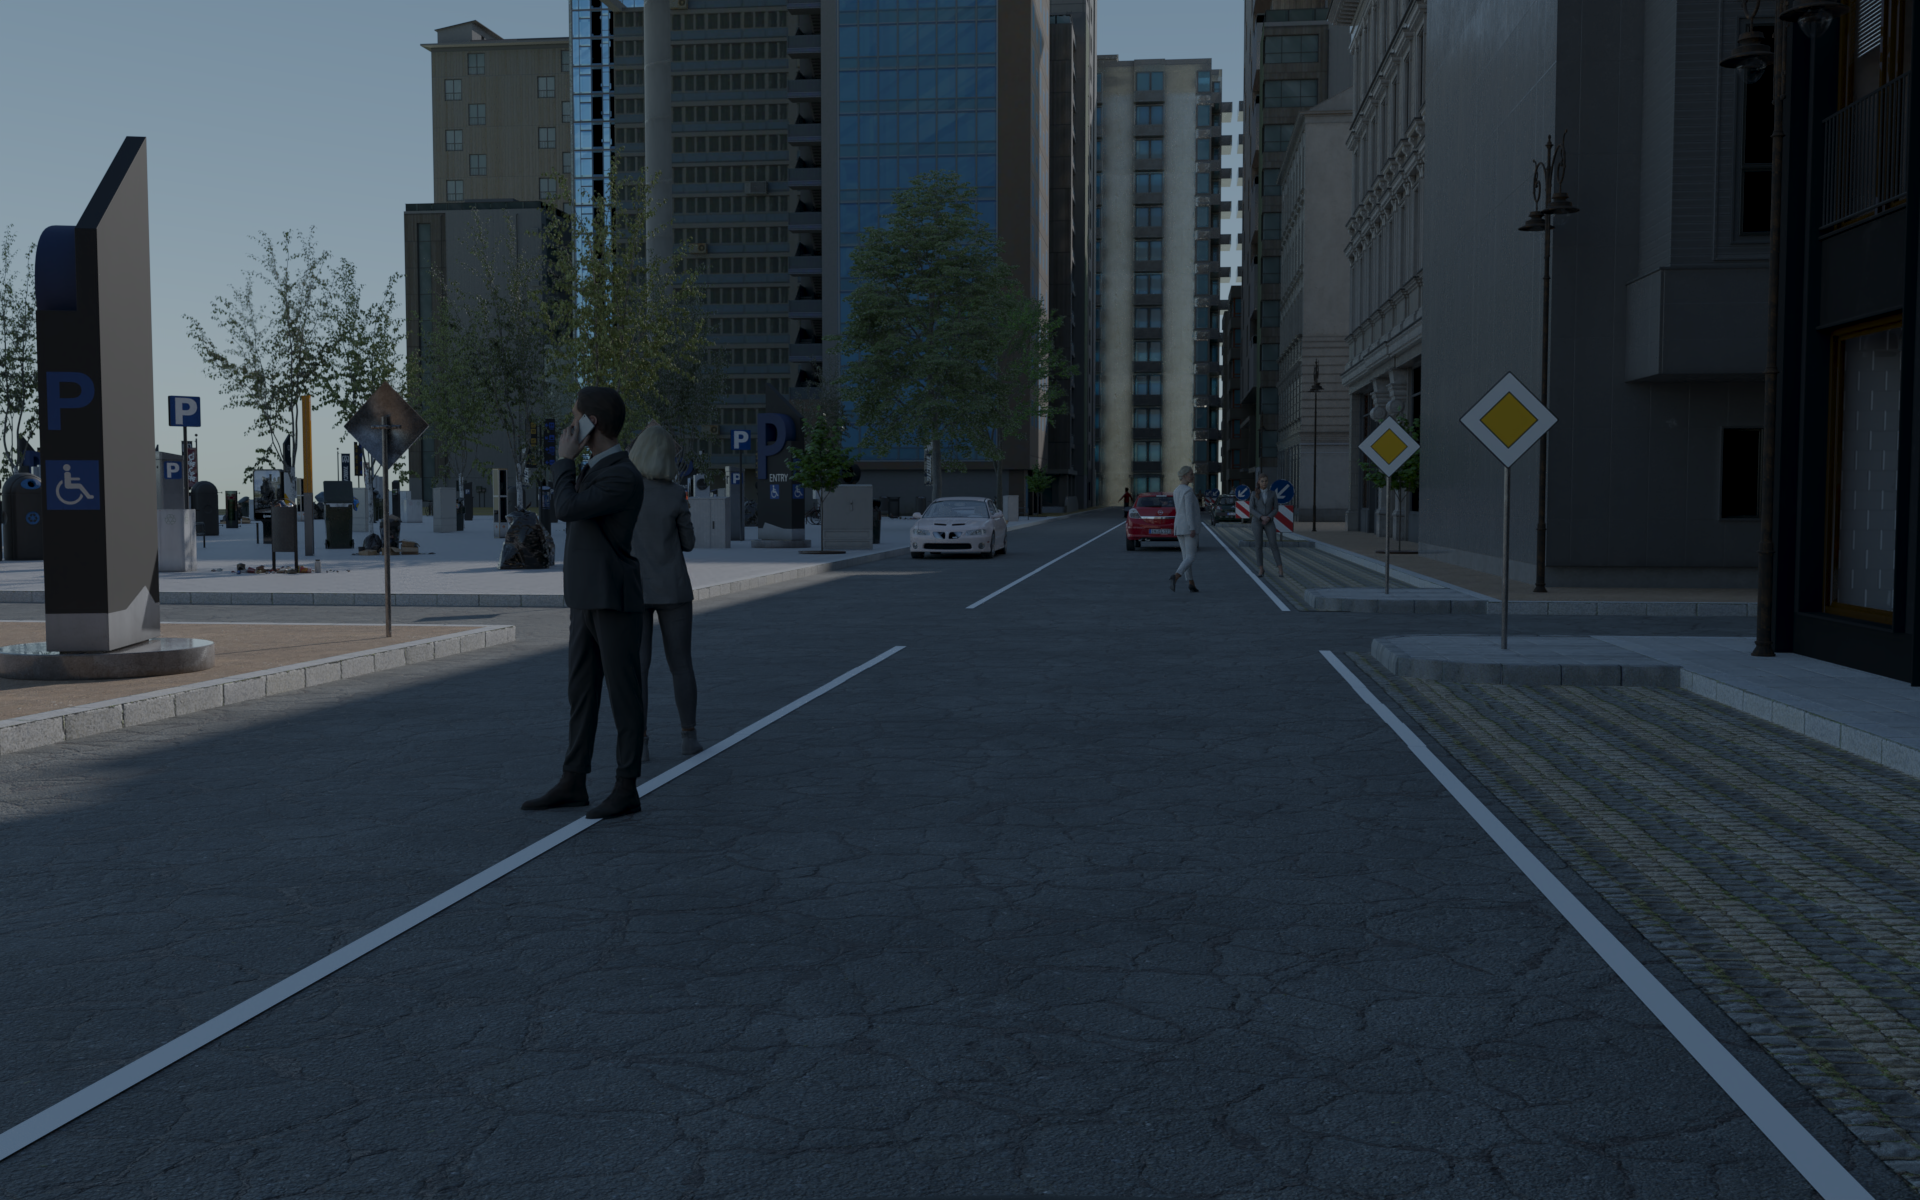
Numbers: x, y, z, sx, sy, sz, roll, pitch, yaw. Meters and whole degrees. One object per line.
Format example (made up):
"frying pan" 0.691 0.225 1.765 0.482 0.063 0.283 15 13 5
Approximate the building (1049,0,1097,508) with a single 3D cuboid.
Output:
"building" 2.226 -44.380 163.868 20.611 71.187 20.563 0 4 7

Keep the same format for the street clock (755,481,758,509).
"street clock" -11.051 -5.556 95.410 0.358 2.002 0.471 2 4 33

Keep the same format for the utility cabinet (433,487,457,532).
"utility cabinet" -17.186 -3.000 57.731 0.318 1.500 1.173 0 4 7

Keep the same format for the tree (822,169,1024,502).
"tree" -1.178 -8.753 61.246 7.486 12.596 7.792 0 3 0

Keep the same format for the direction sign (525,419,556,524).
"direction sign" -12.588 -3.673 52.048 0.876 3.537 0.379 0 4 -7

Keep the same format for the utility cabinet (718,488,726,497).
"utility cabinet" -8.651 -3.407 64.388 0.318 1.500 1.173 1 4 15

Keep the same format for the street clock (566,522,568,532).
"street clock" -12.632 -3.146 55.999 0.471 2.002 0.358 3 5 43

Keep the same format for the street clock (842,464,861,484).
"street clock" -2.594 -2.250 41.355 0.358 2.002 0.471 -3 5 -41

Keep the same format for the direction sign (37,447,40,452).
"direction sign" -44.240 -5.630 84.040 0.876 3.537 0.379 -2 4 -25

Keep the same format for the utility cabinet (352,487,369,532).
"utility cabinet" -20.337 -3.054 58.610 1.173 1.500 0.318 3 4 37

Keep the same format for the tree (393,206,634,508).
"tree" -11.374 -5.721 43.902 4.360 8.622 3.978 0 3 0

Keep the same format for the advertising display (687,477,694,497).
"advertising display" -10.109 -3.656 64.995 0.123 1.923 0.974 -1 4 -16

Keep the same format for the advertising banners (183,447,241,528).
"advertising banners" -28.009 -4.199 64.841 2.074 3.025 0.090 0 4 0

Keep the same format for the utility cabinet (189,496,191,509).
"utility cabinet" -25.788 -2.866 58.023 0.306 1.237 1.020 -1 4 -13

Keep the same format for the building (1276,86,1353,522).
"building" 21.248 -14.543 86.923 9.793 20.994 18.267 0 4 7

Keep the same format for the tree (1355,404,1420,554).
"tree" 9.527 -2.626 37.542 1.663 3.219 1.824 0 3 0

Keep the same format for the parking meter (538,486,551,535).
"parking meter" -12.891 -2.774 53.768 0.372 1.533 0.369 0 3 0

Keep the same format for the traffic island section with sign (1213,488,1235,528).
"traffic island section with sign" 11.991 -4.019 74.340 1.989 1.847 2.006 0 4 7

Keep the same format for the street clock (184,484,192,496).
"street clock" -30.129 -3.856 67.621 0.358 2.002 0.471 2 4 35

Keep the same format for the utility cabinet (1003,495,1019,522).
"utility cabinet" 2.371 -4.280 81.133 0.306 1.237 1.020 2 4 30

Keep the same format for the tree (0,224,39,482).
"tree" -26.164 -5.988 48.260 4.360 8.622 3.978 0 3 0

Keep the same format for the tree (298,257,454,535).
"tree" -18.385 -6.320 53.689 4.737 8.622 4.395 0 3 0

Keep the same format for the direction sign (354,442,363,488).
"direction sign" -26.112 -5.090 75.225 0.379 3.537 0.876 0 4 2

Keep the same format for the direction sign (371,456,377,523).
"direction sign" -25.903 -5.156 76.297 0.379 3.537 0.876 -1 4 -21

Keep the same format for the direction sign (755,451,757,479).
"direction sign" -10.373 -5.984 89.842 0.379 3.537 0.876 -3 4 -36

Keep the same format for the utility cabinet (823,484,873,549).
"utility cabinet" -2.600 -1.902 39.782 1.173 1.500 0.318 0 4 -7

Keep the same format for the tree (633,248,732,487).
"tree" -8.564 -6.193 51.626 4.360 8.622 3.978 0 3 0

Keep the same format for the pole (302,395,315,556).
"pole" -13.503 -2.570 35.869 0.158 3.312 0.155 0 3 0

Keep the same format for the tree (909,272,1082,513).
"tree" 1.721 -9.571 82.246 9.928 11.665 9.643 0 3 0

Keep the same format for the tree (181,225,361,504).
"tree" -18.354 -5.902 46.862 4.360 8.622 3.978 0 3 0

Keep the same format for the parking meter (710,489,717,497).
"parking meter" -12.705 -4.948 89.314 0.372 1.533 0.369 0 3 0

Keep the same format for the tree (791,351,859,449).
"tree" -6.849 -8.398 87.673 4.360 8.622 3.978 0 3 0

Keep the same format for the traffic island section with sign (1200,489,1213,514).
"traffic island section with sign" 18.056 -7.010 123.241 1.989 1.847 2.006 0 4 7

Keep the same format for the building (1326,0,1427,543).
"building" 17.628 -12.650 57.745 10.553 20.767 40.483 0 4 7

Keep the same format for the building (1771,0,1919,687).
"building" 11.740 -10.718 4.916 12.332 23.373 15.834 0 4 7

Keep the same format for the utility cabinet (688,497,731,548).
"utility cabinet" -5.964 -1.829 41.061 1.020 1.237 0.306 1 4 17

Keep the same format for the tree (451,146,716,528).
"tree" -7.624 -5.341 37.686 4.737 8.622 4.395 0 3 0

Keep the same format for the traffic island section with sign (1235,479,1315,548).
"traffic island section with sign" 8.606 -2.357 47.159 1.989 1.847 2.006 0 4 7

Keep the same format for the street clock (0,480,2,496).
"street clock" -48.114 -5.024 86.719 0.358 2.002 0.471 -2 4 -35

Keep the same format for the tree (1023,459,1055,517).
"tree" 4.255 -6.227 96.413 1.663 3.219 1.824 0 3 0

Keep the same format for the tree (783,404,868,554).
"tree" -3.039 -2.616 37.366 1.663 3.219 1.824 0 3 0

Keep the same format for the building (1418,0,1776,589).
"building" 23.468 -12.688 26.519 30.058 24.678 14.314 0 4 7

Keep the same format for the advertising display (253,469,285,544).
"advertising display" -17.772 -2.406 44.547 0.974 1.923 0.123 2 4 25

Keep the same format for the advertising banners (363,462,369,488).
"advertising banners" -31.766 -5.990 94.120 2.074 3.025 0.090 2 4 35
